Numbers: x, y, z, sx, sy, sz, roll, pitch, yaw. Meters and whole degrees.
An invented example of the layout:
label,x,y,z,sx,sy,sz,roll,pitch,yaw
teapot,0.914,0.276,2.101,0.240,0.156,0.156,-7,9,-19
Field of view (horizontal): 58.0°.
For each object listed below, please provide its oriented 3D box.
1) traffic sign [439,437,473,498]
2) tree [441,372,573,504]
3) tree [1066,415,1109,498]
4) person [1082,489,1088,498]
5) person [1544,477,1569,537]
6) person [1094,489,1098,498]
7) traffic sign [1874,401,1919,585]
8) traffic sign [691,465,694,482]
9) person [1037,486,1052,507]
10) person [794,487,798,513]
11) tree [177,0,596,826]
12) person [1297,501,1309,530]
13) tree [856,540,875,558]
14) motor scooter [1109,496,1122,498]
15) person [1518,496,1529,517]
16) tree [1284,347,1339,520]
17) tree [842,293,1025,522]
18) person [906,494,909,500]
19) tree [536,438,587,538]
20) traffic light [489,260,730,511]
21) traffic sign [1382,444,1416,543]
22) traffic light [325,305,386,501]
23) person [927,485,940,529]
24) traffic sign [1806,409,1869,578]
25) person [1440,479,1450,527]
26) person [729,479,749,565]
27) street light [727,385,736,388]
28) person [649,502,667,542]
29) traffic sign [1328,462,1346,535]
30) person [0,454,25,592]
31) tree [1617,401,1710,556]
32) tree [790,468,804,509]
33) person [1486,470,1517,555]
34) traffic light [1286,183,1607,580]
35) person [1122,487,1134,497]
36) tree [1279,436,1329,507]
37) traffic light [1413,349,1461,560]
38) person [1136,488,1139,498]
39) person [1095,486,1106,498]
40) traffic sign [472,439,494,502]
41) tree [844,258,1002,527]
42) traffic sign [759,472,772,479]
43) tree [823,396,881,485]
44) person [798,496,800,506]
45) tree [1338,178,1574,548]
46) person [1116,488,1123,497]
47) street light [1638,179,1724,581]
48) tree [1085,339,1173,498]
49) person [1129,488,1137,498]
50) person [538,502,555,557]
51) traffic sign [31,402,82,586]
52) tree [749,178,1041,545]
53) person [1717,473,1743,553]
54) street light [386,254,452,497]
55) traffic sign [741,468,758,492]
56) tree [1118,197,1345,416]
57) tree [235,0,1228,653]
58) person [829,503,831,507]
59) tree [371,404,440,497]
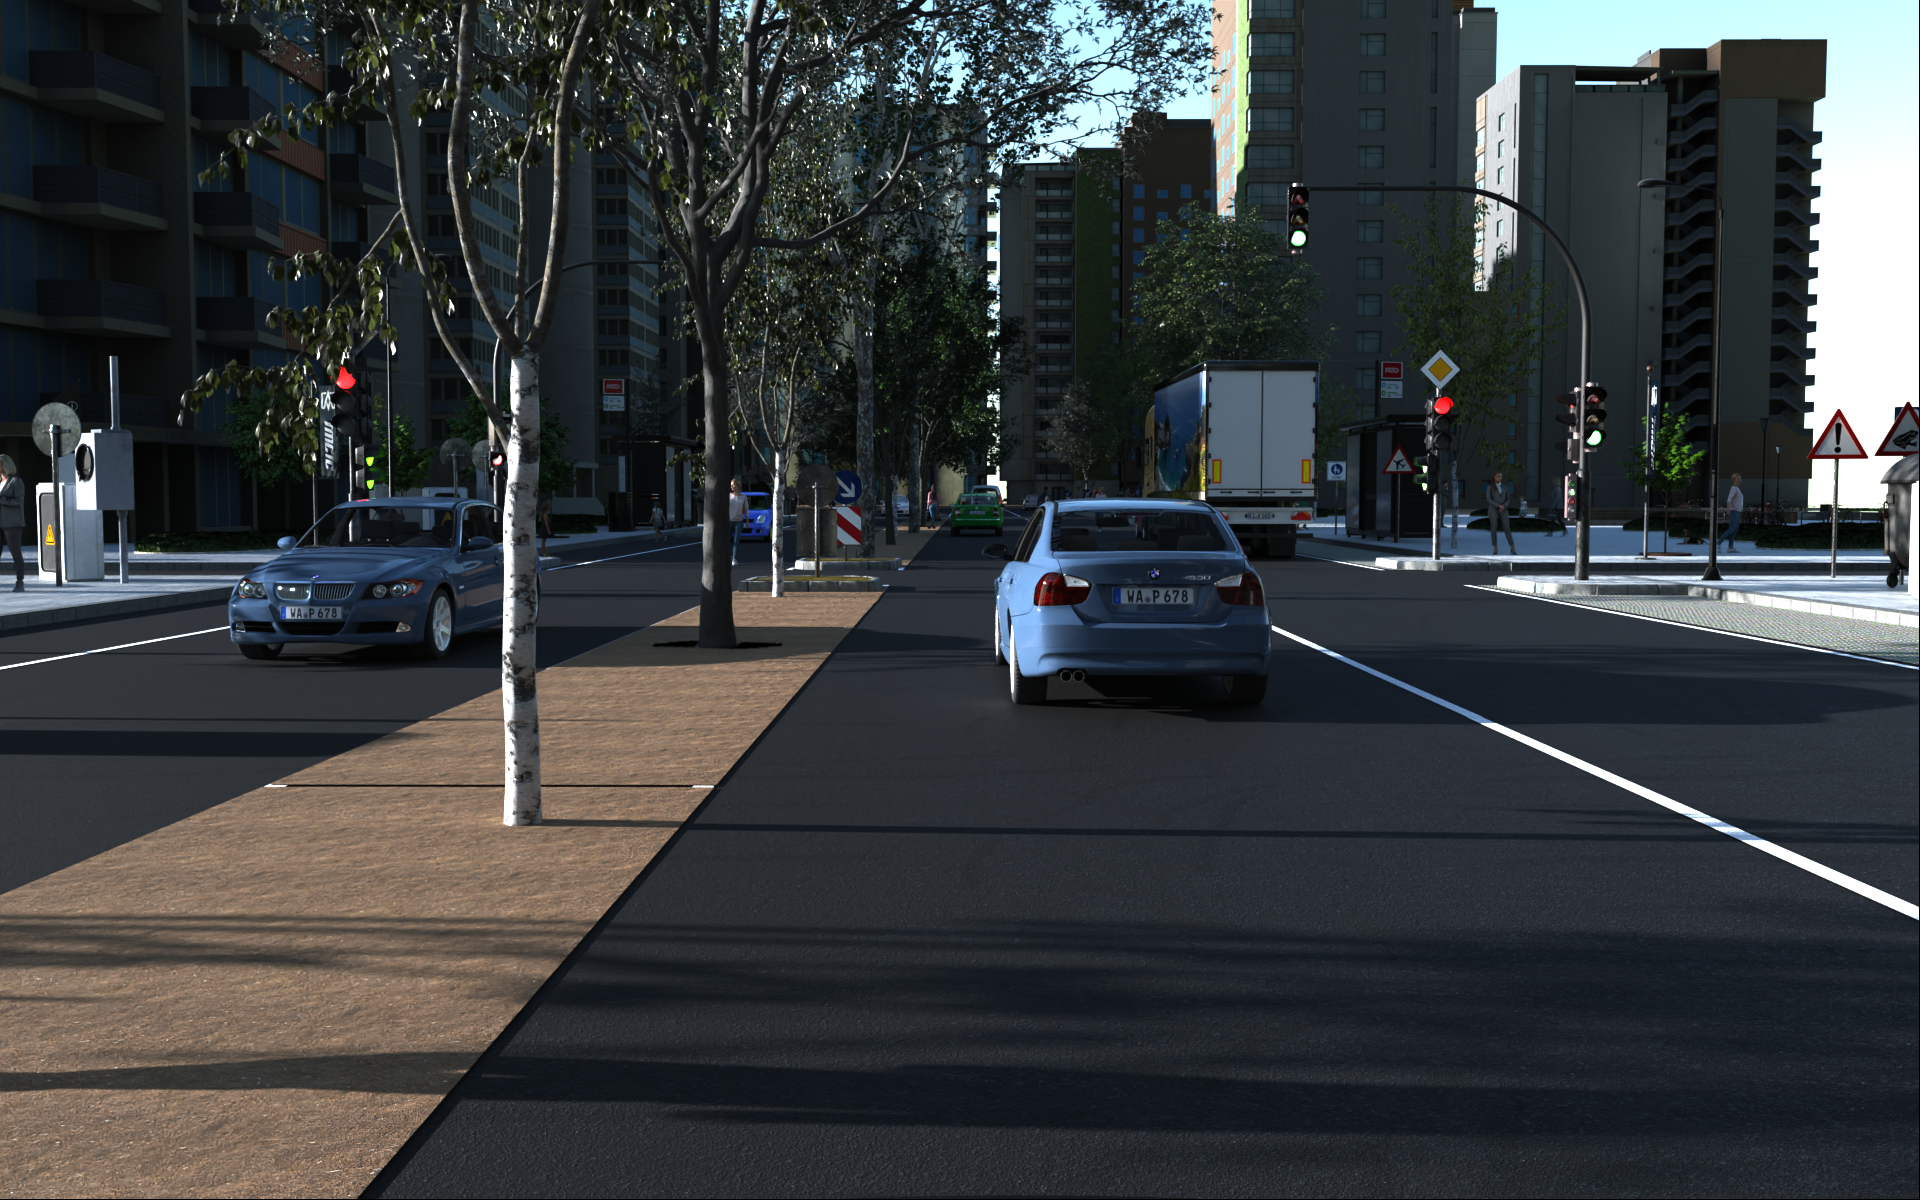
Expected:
label,x,y,z,sx,sy,sz,roll,pitch,yaw
traffic sign,-11.356,-2.379,39.010,0.768,2.556,0.104,0,4,4
tree,-12.169,-3.846,46.594,4.285,4.588,4.351,0,3,0
tree,11.957,-12.653,157.240,4.737,8.622,4.395,0,3,0
person,12.014,-9.787,166.767,0.721,1.736,1.217,2,4,29
person,17.984,-2.811,52.189,0.728,1.800,0.709,1,4,21
person,14.039,-10.644,180.033,1.348,1.831,0.705,0,4,-1
traffic sign,13.291,-1.491,24.383,0.884,2.594,0.081,0,4,2
traffic sign,-11.848,-4.613,75.530,0.768,2.556,0.104,0,4,2
person,3.781,-4.191,77.366,0.623,1.781,0.721,-1,4,-9
person,-11.181,-6.850,118.731,0.721,1.739,1.217,-1,4,-8
tree,-1.907,-3.343,7.480,4.360,8.622,3.978,0,3,0
person,12.163,-3.372,61.426,0.529,1.795,0.600,0,4,-4
tree,-3.286,-11.004,38.265,12.611,20.169,13.585,0,3,0
motor scooter,9.404,-5.629,104.816,0.815,1.314,1.986,0,4,1
person,21.145,-3.289,64.838,0.382,1.210,0.505,-1,4,-20
tree,17.557,-8.223,84.800,4.737,8.622,4.395,0,3,0
tree,-1.374,-10.426,89.928,9.611,12.733,9.660,0,3,0
person,-4.946,-10.000,172.015,1.348,1.821,0.705,-3,4,-36
tree,-11.952,-3.416,50.453,1.663,3.219,1.824,0,3,0
traffic light,-6.889,-3.617,33.802,4.771,5.953,1.251,0,4,0
traffic sign,11.444,-2.766,45.220,0.884,2.594,0.081,0,4,7
traffic light,-9.024,-2.255,25.793,0.839,4.253,0.868,0,4,0
person,-1.083,-3.846,71.398,0.555,1.821,0.388,-2,4,-32
traffic sign,13.367,-1.617,26.438,0.884,2.594,0.081,1,4,8
person,18.595,-3.711,66.524,0.447,1.846,0.655,0,4,6
person,-4.618,-1.575,34.918,0.731,1.740,0.598,0,4,-7
street light,-10.266,-6.216,74.179,1.470,5.913,1.316,0,4,0
person,-8.975,-2.319,51.423,0.382,1.210,0.505,3,4,38
traffic sign,11.847,-3.205,54.527,0.606,2.300,0.079,0,4,4
person,-12.471,-1.001,22.599,0.537,1.800,0.526,2,4,25
tree,14.779,-2.545,36.215,1.663,3.219,1.824,0,3,0
tree,-11.453,-8.085,126.791,1.663,3.219,1.824,0,3,0
person,11.485,-1.860,36.726,0.520,1.790,0.573,-1,4,-20
traffic light,7.144,-3.114,25.581,4.771,5.953,1.251,0,4,0
person,11.650,-6.930,119.882,0.617,1.759,0.750,3,5,43
tree,11.745,-4.901,63.837,4.285,4.588,4.351,0,3,0
traffic light,9.280,-2.739,33.696,0.839,4.253,0.868,0,4,0
person,15.256,-8.613,146.738,0.599,1.838,0.709,-3,4,-38
person,5.233,-3.434,65.321,0.731,1.740,0.598,1,4,19
traffic sign,-11.014,-2.459,40.316,0.768,2.556,0.104,0,4,7
tree,-1.557,-8.959,74.690,9.928,11.665,9.643,0,3,0
traffic sign,-10.991,-5.994,98.111,0.768,2.556,0.104,1,4,8
tree,-11.079,-17.107,186.357,9.857,13.997,8.962,0,3,0
person,-17.234,-10.938,185.792,0.530,1.710,0.541,2,4,27
tree,11.754,-5.512,40.483,4.737,8.622,4.395,0,3,0
person,12.185,-7.516,129.654,1.217,1.736,0.721,0,4,-2
street light,10.690,-3.251,25.691,1.470,5.913,1.316,0,4,0
tree,12.014,-11.545,114.519,9.928,11.665,9.643,0,3,0
person,12.856,-7.612,131.214,1.217,1.735,0.721,1,4,12
person,-9.498,-1.628,39.791,0.373,1.253,0.362,-1,4,-15
traffic sign,-12.538,-1.463,24.029,0.768,2.556,0.104,1,4,10
tree,-1.924,-6.842,48.738,8.767,10.594,7.601,0,4,0
person,16.801,-1.906,37.874,0.598,1.740,0.731,1,4,20
street light,-10.536,-3.739,33.678,1.470,5.913,1.316,0,4,0
traffic sign,-10.687,-5.380,87.959,0.884,2.594,0.081,0,4,2
tree,11.726,-10.274,74.631,9.857,13.997,8.962,0,3,0
tree,-2.233,-6.286,15.602,12.009,13.543,11.850,0,3,0
person,-12.721,-10.090,171.026,1.348,1.822,0.705,0,4,-5
tree,-11.964,-2.616,37.380,1.663,3.219,1.824,0,3,0
